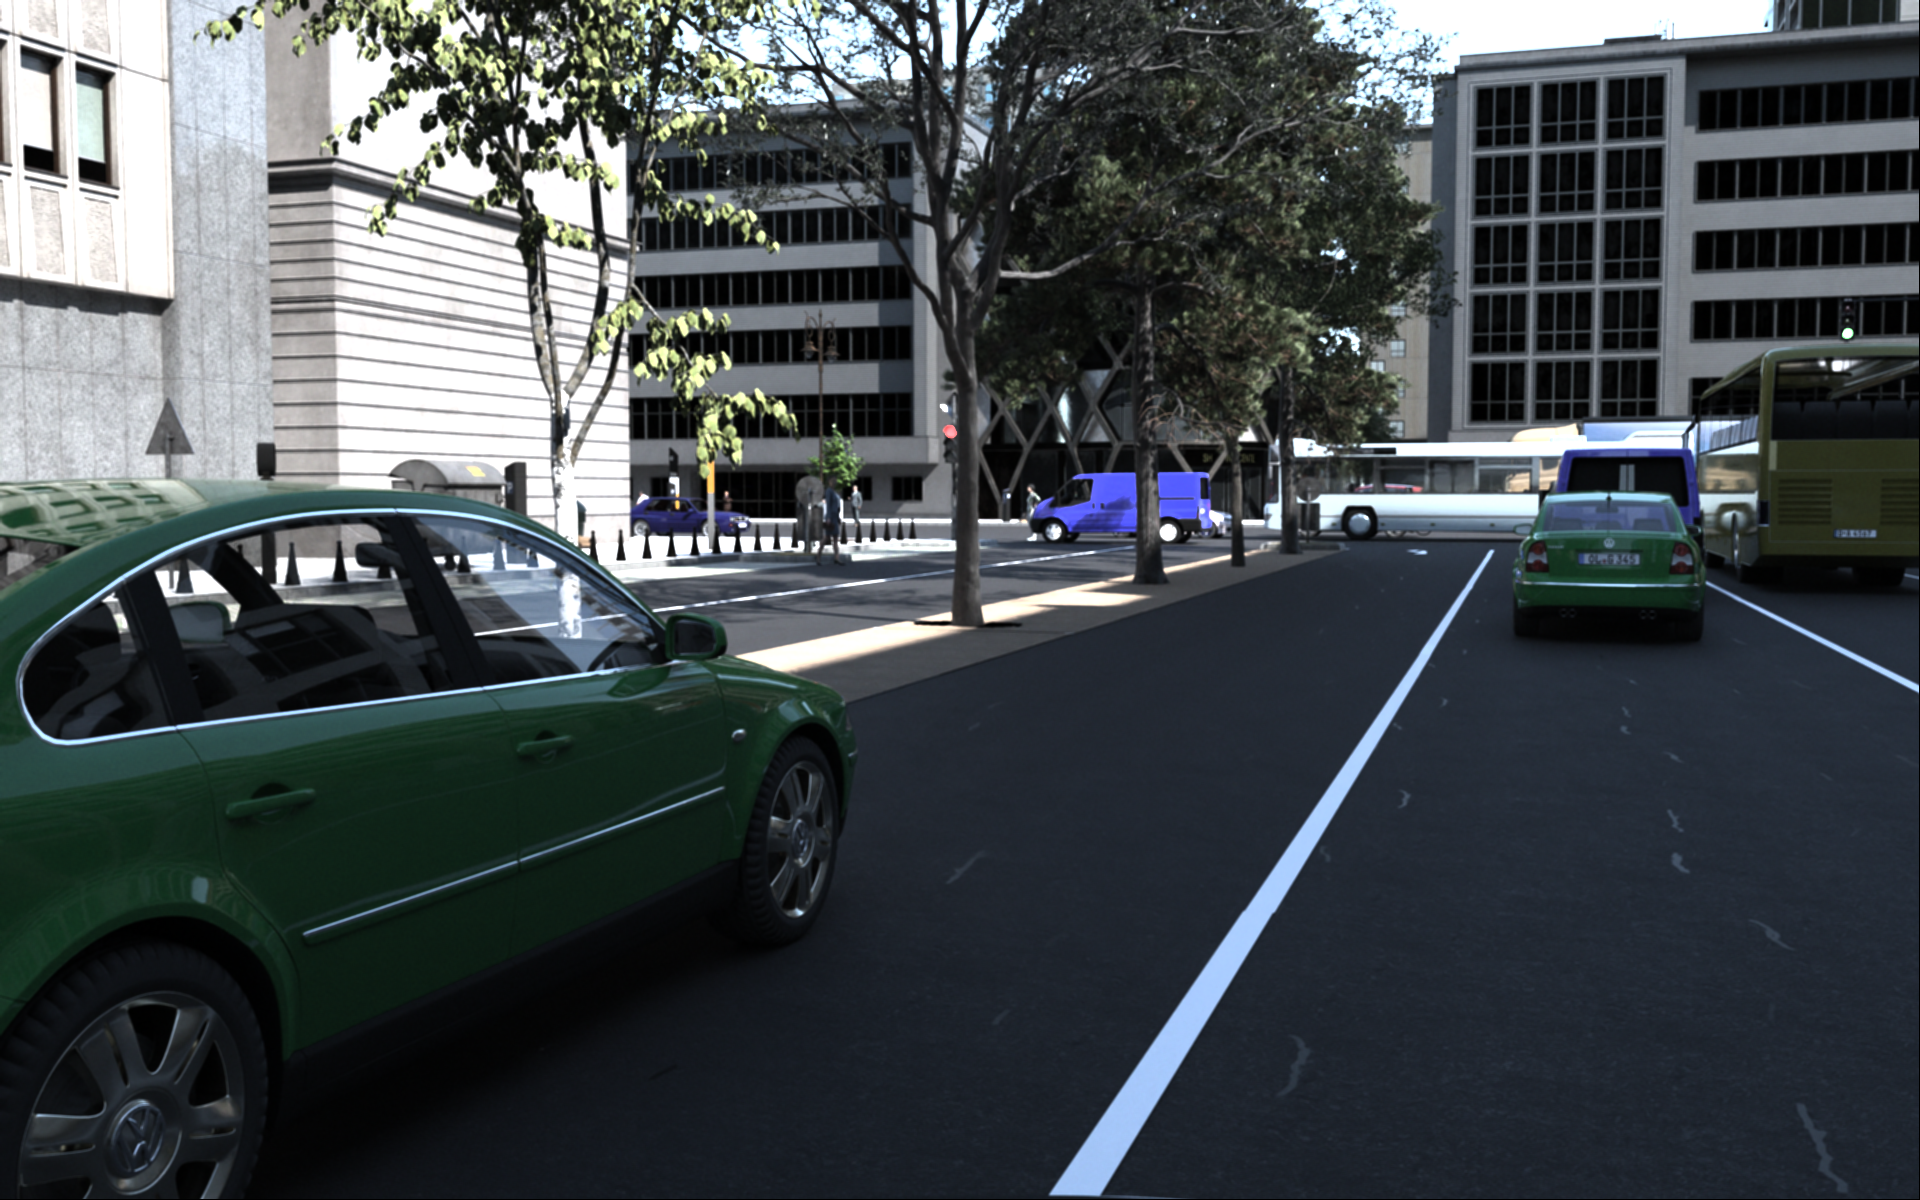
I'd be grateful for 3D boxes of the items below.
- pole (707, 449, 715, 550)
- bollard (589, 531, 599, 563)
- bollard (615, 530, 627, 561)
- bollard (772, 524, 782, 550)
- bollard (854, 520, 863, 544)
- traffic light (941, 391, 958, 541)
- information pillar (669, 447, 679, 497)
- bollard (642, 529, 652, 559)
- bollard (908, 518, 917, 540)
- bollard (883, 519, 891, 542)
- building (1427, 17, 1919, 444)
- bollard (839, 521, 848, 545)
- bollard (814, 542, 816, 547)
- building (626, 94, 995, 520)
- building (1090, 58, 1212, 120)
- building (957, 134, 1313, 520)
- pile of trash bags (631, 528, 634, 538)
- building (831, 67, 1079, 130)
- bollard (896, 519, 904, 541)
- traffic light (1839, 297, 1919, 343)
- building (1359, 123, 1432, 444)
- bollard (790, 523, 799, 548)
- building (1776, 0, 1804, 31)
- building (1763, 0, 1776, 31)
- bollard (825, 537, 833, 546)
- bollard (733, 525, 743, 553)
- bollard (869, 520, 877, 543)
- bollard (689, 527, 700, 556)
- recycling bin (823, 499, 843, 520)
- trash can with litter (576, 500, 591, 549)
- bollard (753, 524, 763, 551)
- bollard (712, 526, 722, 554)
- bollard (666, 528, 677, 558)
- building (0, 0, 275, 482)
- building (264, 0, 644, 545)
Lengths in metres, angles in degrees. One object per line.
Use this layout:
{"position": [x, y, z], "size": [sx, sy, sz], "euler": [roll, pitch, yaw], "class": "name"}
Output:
{"position": [-5.715, -2.805, 39.699], "size": [0.158, 3.312, 0.155], "euler": [0, 3, 0], "class": "pole"}
{"position": [-6.804, -0.984, 32.135], "size": [0.229, 0.601, 0.229], "euler": [0, 3, 0], "class": "bollard"}
{"position": [-6.485, -1.045, 33.123], "size": [0.229, 0.601, 0.229], "euler": [0, 3, 0], "class": "bollard"}
{"position": [-4.229, -1.464, 39.976], "size": [0.229, 0.601, 0.229], "euler": [0, 3, 0], "class": "bollard"}
{"position": [-2.625, -1.764, 44.876], "size": [0.229, 0.601, 0.229], "euler": [0, 3, 0], "class": "bollard"}
{"position": [-0.150, -3.578, 47.426], "size": [0.839, 4.253, 0.868], "euler": [1, 4, 18], "class": "traffic light"}
{"position": [-14.265, -5.807, 86.304], "size": [0.504, 3.616, 0.183], "euler": [2, 4, 23], "class": "information pillar"}
{"position": [-6.165, -1.105, 34.102], "size": [0.229, 0.601, 0.229], "euler": [0, 3, 0], "class": "bollard"}
{"position": [-1.338, -2.004, 48.807], "size": [0.229, 0.601, 0.229], "euler": [0, 3, 0], "class": "bollard"}
{"position": [-1.977, -1.884, 46.847], "size": [0.229, 0.601, 0.229], "euler": [0, 3, 0], "class": "bollard"}
{"position": [37.228, -15.911, 79.209], "size": [30.058, 24.678, 14.314], "euler": [1, 4, 18], "class": "building"}
{"position": [-2.947, -1.704, 43.897], "size": [0.229, 0.601, 0.229], "euler": [0, 3, 0], "class": "bollard"}
{"position": [-3.586, -1.584, 41.943], "size": [0.229, 0.601, 0.229], "euler": [0, 3, 0], "class": "bollard"}
{"position": [-12.823, -16.888, 95.181], "size": [30.058, 24.678, 14.314], "euler": [1, 4, 18], "class": "building"}
{"position": [19.361, -28.446, 148.682], "size": [14.154, 41.232, 14.086], "euler": [1, 4, 18], "class": "building"}
{"position": [9.838, -13.567, 89.271], "size": [16.811, 18.784, 16.820], "euler": [1, 4, 18], "class": "building"}
{"position": [-11.226, -2.508, 50.764], "size": [3.447, 1.369, 1.912], "euler": [1, 4, 21], "class": "pile of trash bags"}
{"position": [1.163, -35.361, 197.755], "size": [30.456, 49.044, 23.786], "euler": [1, 4, 18], "class": "building"}
{"position": [-1.655, -1.944, 47.831], "size": [0.229, 0.601, 0.229], "euler": [0, 3, 0], "class": "bollard"}
{"position": [22.747, -3.984, 39.805], "size": [4.771, 5.953, 1.251], "euler": [1, 4, 18], "class": "traffic light"}
{"position": [70.401, -39.946, 242.351], "size": [27.495, 52.752, 28.713], "euler": [1, 4, 18], "class": "building"}
{"position": [-3.909, -1.525, 40.968], "size": [0.229, 0.601, 0.229], "euler": [0, 3, 0], "class": "bollard"}
{"position": [76.272, -42.969, 140.802], "size": [20.563, 71.187, 20.611], "euler": [1, 4, 18], "class": "building"}
{"position": [85.727, -52.112, 164.710], "size": [22.319, 86.520, 31.000], "euler": [1, 4, 18], "class": "building"}
{"position": [-3.265, -1.644, 42.918], "size": [0.229, 0.601, 0.229], "euler": [0, 3, 0], "class": "bollard"}
{"position": [-4.879, -1.344, 38.016], "size": [0.229, 0.601, 0.229], "euler": [0, 3, 0], "class": "bollard"}
{"position": [-2.305, -1.823, 45.852], "size": [0.229, 0.601, 0.229], "euler": [0, 3, 0], "class": "bollard"}
{"position": [-5.522, -1.224, 36.054], "size": [0.229, 0.601, 0.229], "euler": [0, 3, 0], "class": "bollard"}
{"position": [-6.252, -4.439, 85.131], "size": [0.722, 1.027, 0.722], "euler": [2, 4, 28], "class": "recycling bin"}
{"position": [-8.954, -1.801, 40.837], "size": [0.624, 1.170, 1.055], "euler": [-3, 5, -40], "class": "trash can with litter"}
{"position": [-4.557, -1.404, 38.997], "size": [0.229, 0.601, 0.229], "euler": [0, 3, 0], "class": "bollard"}
{"position": [-5.205, -1.284, 37.031], "size": [0.229, 0.601, 0.229], "euler": [0, 3, 0], "class": "bollard"}
{"position": [-5.844, -1.164, 35.077], "size": [0.229, 0.601, 0.229], "euler": [0, 3, 0], "class": "bollard"}
{"position": [-20.940, -12.505, 22.480], "size": [12.078, 24.808, 19.932], "euler": [1, 4, 18], "class": "building"}
{"position": [-21.458, -12.302, 42.938], "size": [24.055, 21.916, 13.314], "euler": [1, 4, 18], "class": "building"}
